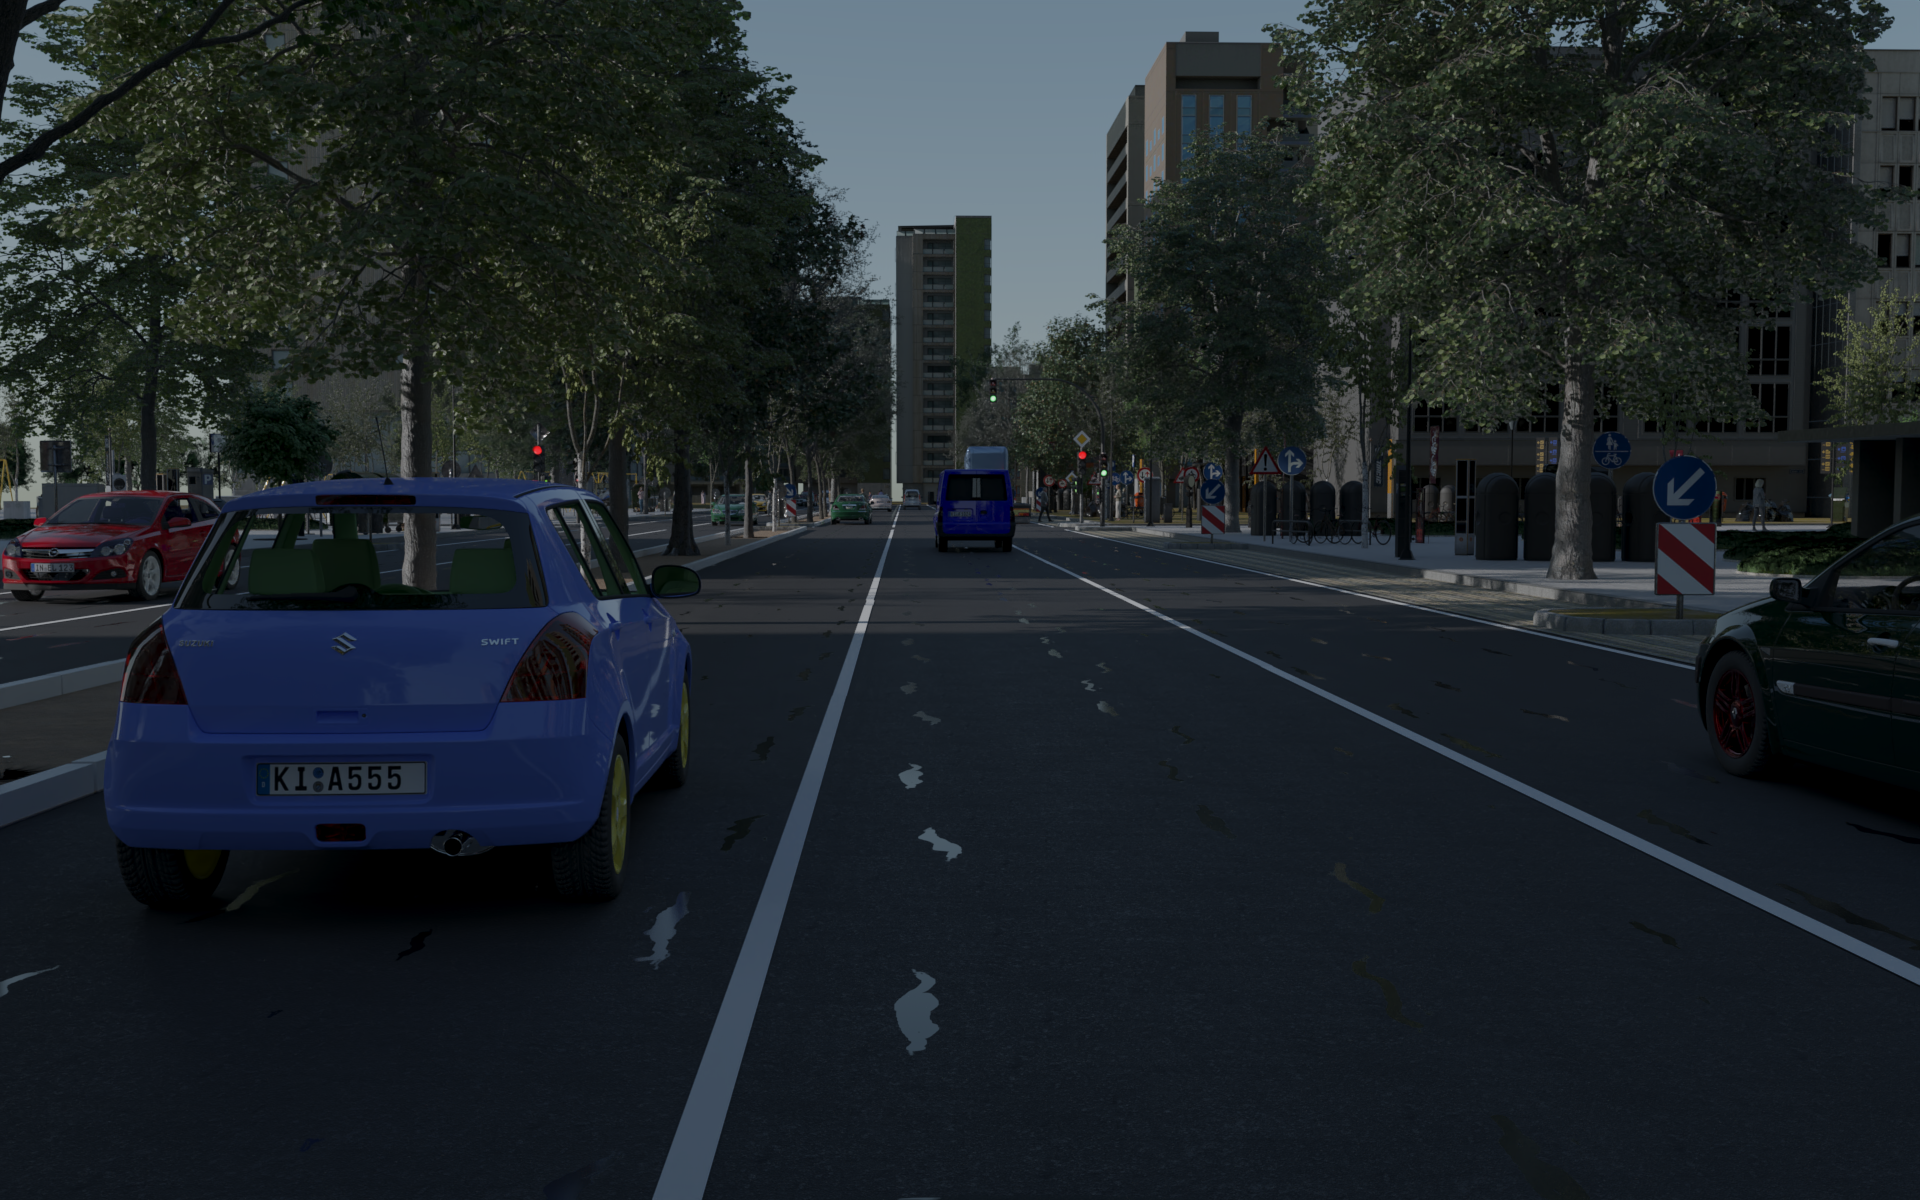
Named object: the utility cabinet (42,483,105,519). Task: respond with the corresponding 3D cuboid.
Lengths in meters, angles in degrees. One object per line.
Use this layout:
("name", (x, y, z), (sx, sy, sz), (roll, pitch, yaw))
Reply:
("utility cabinet", (-18.077, -1.633, 35.378), (1.173, 1.500, 0.318), (0, 4, 4))

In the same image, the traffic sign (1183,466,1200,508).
("traffic sign", (10.697, -4.894, 80.118), (0.768, 2.556, 0.104), (0, 4, 0))

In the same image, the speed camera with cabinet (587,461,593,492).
("speed camera with cabinet", (-20.509, -6.128, 94.534), (0.660, 3.252, 2.038), (-1, 4, -21))

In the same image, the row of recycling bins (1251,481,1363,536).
("row of recycling bins", (10.723, -2.821, 53.236), (3.534, 1.692, 1.069), (1, 4, 10))

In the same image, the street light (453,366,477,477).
("street light", (-17.639, -5.489, 62.291), (1.470, 5.913, 1.316), (0, 4, -2))

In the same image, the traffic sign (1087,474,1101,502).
("traffic sign", (7.652, -6.031, 98.607), (0.884, 2.594, 0.081), (0, 4, 5))

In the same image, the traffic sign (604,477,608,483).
("traffic sign", (-23.826, -7.227, 117.899), (0.795, 2.593, 0.064), (0, 4, 8))

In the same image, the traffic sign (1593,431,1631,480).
("traffic sign", (13.271, -2.156, 35.352), (0.768, 2.556, 0.104), (0, 4, 4))

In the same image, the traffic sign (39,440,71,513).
("traffic sign", (-17.245, -1.891, 33.048), (0.606, 2.300, 0.079), (0, 4, 3))

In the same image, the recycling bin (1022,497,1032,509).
("recycling bin", (5.466, -7.888, 141.530), (0.722, 1.027, 0.722), (1, 4, 12))

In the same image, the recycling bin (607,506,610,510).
("recycling bin", (-24.654, -6.561, 119.823), (0.722, 1.027, 0.722), (-3, 4, -37))

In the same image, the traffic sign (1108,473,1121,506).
("traffic sign", (9.170, -6.279, 102.771), (0.768, 2.556, 0.104), (0, 4, 6))

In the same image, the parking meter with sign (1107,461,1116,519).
("parking meter with sign", (7.730, -5.790, 90.922), (0.543, 3.016, 1.738), (0, 4, -5))

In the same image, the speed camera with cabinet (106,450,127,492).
("speed camera with cabinet", (-38.358, -5.079, 77.371), (0.660, 3.252, 2.038), (2, 4, 34))

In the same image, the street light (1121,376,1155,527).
("street light", (6.989, -5.851, 68.211), (1.470, 5.913, 1.316), (0, 4, -2))

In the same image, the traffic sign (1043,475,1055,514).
("traffic sign", (5.876, -6.969, 114.047), (0.768, 2.556, 0.104), (0, 4, 1))

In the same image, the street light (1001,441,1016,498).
("street light", (4.286, -10.924, 151.154), (1.470, 5.913, 1.316), (0, 4, -2))

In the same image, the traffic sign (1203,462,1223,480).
("traffic sign", (10.097, -4.227, 69.215), (0.768, 2.556, 0.104), (0, 4, 3))

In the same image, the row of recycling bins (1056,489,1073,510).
("row of recycling bins", (8.344, -7.988, 137.712), (3.534, 1.692, 1.069), (3, 4, 39))

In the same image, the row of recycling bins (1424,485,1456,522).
("row of recycling bins", (22.449, -4.322, 77.771), (3.534, 1.692, 1.069), (2, 4, 30))

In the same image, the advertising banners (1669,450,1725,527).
("advertising banners", (28.941, -4.396, 68.057), (2.074, 3.025, 0.090), (1, 4, 15))

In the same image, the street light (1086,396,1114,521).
("street light", (6.639, -6.694, 81.993), (1.470, 5.913, 1.316), (0, 4, -2))

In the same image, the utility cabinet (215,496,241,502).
("utility cabinet", (-27.161, -3.260, 64.461), (1.020, 1.237, 0.306), (-2, 4, -30))

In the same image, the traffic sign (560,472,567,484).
("traffic sign", (-23.261, -6.154, 100.731), (0.768, 2.556, 0.104), (0, 4, 2))

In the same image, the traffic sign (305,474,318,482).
("traffic sign", (-22.307, -3.614, 59.088), (0.884, 2.594, 0.081), (0, 4, 7))

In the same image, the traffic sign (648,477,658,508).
("traffic sign", (-22.747, -7.845, 128.366), (0.768, 2.556, 0.104), (0, 4, 3))

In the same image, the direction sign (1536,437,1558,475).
("direction sign", (23.495, -4.735, 69.410), (0.876, 3.537, 0.379), (3, 5, 43))

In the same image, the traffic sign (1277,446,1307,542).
("traffic sign", (8.880, -2.832, 46.404), (0.768, 2.556, 0.104), (0, 4, 6))

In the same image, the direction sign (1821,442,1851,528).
("direction sign", (32.917, -4.484, 65.304), (0.876, 3.537, 0.379), (3, 5, 40))

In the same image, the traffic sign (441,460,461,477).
("traffic sign", (-19.119, -3.974, 65.088), (0.768, 2.556, 0.104), (0, 4, 5))

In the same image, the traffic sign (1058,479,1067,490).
("traffic sign", (8.687, -8.981, 146.947), (0.768, 2.556, 0.104), (0, 4, -1))

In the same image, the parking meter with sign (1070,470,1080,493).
("parking meter with sign", (8.609, -7.968, 126.541), (0.543, 3.016, 1.738), (-1, 4, -18))

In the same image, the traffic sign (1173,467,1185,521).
("traffic sign", (10.663, -5.076, 82.989), (0.884, 2.594, 0.081), (0, 4, 1))

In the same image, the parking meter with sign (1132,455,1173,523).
("parking meter with sign", (8.528, -4.920, 76.709), (1.738, 3.016, 0.543), (0, 4, -2))

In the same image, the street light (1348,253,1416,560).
("street light", (8.185, -3.736, 33.622), (1.470, 5.913, 1.316), (0, 4, -2))

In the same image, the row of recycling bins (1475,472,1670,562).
("row of recycling bins", (11.754, -1.601, 33.291), (3.534, 1.692, 1.069), (1, 4, 17))

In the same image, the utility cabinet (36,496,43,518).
("utility cabinet", (-34.107, -3.299, 65.099), (1.020, 1.237, 0.306), (-3, 5, -41))

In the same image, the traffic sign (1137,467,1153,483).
("traffic sign", (8.703, -4.983, 81.573), (0.768, 2.556, 0.104), (0, 4, 5))

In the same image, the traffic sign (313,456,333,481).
("traffic sign", (-19.255, -3.182, 52.130), (0.768, 2.556, 0.104), (0, 4, 2))

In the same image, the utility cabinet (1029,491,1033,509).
("utility cabinet", (6.227, -8.326, 144.812), (1.173, 1.500, 0.318), (1, 4, 22))

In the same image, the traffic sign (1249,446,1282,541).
("traffic sign", (8.244, -2.864, 46.828), (0.884, 2.594, 0.081), (0, 4, 0))

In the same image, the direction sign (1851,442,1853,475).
("direction sign", (35.632, -4.710, 69.006), (0.379, 3.537, 0.876), (0, 4, 1))

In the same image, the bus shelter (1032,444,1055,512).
("bus shelter", (6.301, -9.159, 127.383), (2.179, 5.291, 8.768), (0, 4, -2))

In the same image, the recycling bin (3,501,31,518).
("recycling bin", (-34.555, -3.114, 63.472), (0.722, 1.027, 0.722), (-1, 4, -11))

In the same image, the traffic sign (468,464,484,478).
("traffic sign", (-20.960, -4.584, 74.954), (0.884, 2.594, 0.081), (0, 4, 6))

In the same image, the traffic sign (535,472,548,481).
("traffic sign", (-23.609, -5.967, 97.662), (0.768, 2.556, 0.104), (0, 4, 1))

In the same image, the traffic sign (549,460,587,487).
("traffic sign", (-23.350, -6.693, 103.308), (2.265, 3.308, 0.079), (0, 4, 0))

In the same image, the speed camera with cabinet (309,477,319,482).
("speed camera with cabinet", (-27.862, -5.008, 76.208), (2.038, 3.252, 0.660), (-2, 4, -34))

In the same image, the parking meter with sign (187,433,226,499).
("parking meter with sign", (-22.086, -3.311, 50.400), (1.738, 3.016, 0.543), (2, 4, 30))

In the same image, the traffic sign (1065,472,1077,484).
("traffic sign", (6.593, -6.243, 101.802), (0.795, 2.593, 0.064), (0, 4, -2))

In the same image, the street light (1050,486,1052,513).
("street light", (5.537, -8.803, 116.462), (1.470, 5.913, 1.316), (0, 4, -2))

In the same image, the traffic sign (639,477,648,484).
("traffic sign", (-24.056, -8.055, 131.810), (0.768, 2.556, 0.104), (0, 4, 5))

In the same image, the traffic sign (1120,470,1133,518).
("traffic sign", (8.982, -5.703, 93.343), (0.768, 2.556, 0.104), (0, 4, 4))
